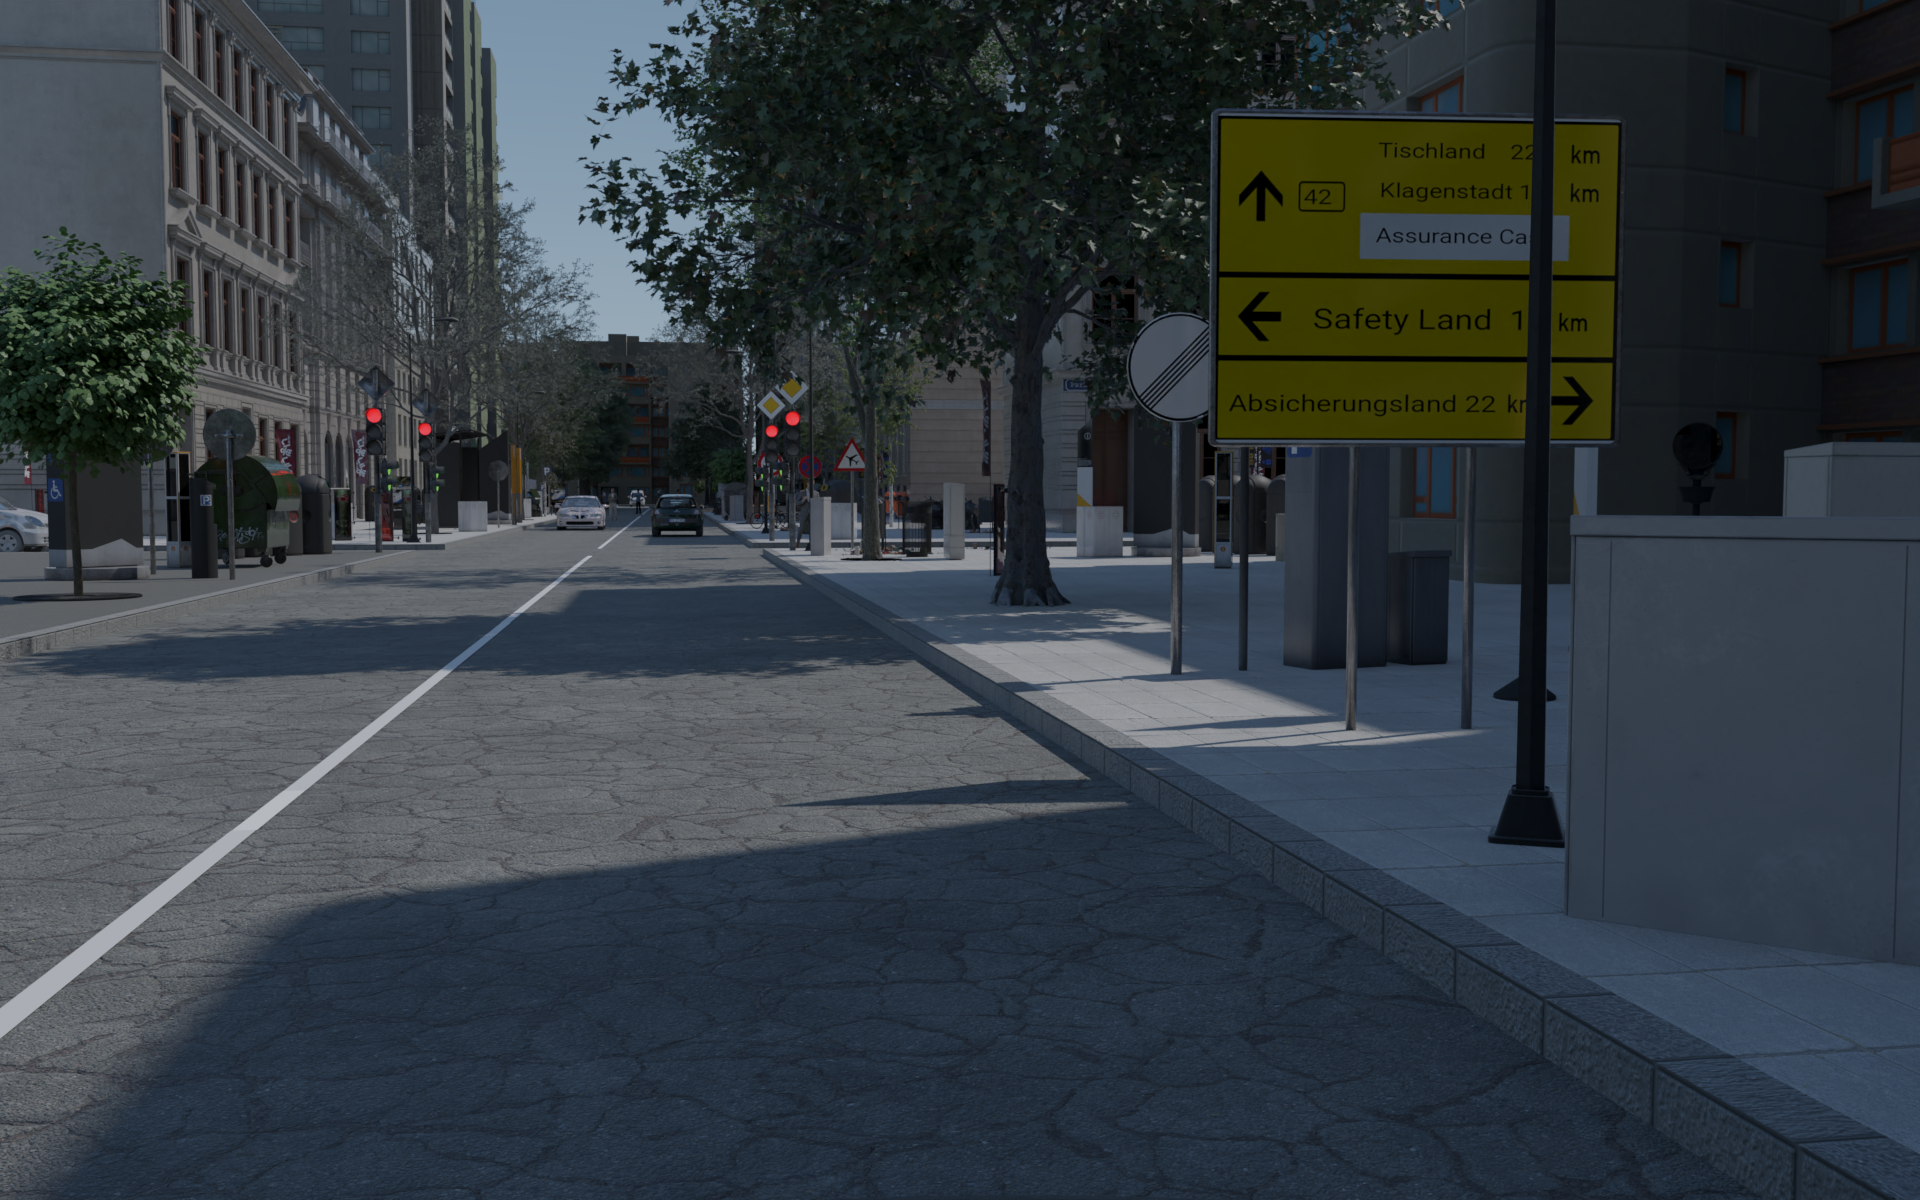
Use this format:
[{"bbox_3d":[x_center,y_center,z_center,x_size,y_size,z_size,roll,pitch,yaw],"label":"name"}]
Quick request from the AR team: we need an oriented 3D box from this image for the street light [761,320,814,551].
[{"bbox_3d":[-3.881,-4.054,38.826,1.470,5.913,1.316,-1,4,-10],"label":"street light"}]

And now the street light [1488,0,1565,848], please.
[{"bbox_3d":[1.583,-2.057,6.179,1.470,5.913,1.316,-1,4,-10],"label":"street light"}]

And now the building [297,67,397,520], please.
[{"bbox_3d":[-35.676,-14.773,83.340,13.314,21.916,24.055,-1,4,-10],"label":"building"}]

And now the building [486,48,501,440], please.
[{"bbox_3d":[-48.546,-28.712,153.040,14.154,41.232,14.086,-1,4,-10],"label":"building"}]

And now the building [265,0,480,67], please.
[{"bbox_3d":[-45.953,-27.829,138.605,14.154,41.232,14.086,-1,4,-10],"label":"building"}]

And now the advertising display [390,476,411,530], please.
[{"bbox_3d":[-20.302,-3.512,62.641,0.974,1.923,0.123,-1,4,-8],"label":"advertising display"}]

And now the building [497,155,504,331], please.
[{"bbox_3d":[-72.646,-36.521,216.724,30.456,49.044,23.786,-1,4,-10],"label":"building"}]

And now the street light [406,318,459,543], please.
[{"bbox_3d":[-13.883,-4.470,45.623,1.470,5.913,1.316,-1,4,-10],"label":"street light"}]

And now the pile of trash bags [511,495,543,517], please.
[{"bbox_3d":[-24.376,-5.256,95.683,1.912,1.369,3.447,0,4,5],"label":"pile of trash bags"}]

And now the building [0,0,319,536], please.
[{"bbox_3d":[-30.574,-13.750,60.963,11.583,22.565,21.152,-1,4,-10],"label":"building"}]

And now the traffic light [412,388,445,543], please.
[{"bbox_3d":[-14.042,-3.473,45.706,0.839,4.253,0.868,-1,4,-10],"label":"traffic light"}]

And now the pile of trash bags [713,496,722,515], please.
[{"bbox_3d":[-14.407,-6.005,107.927,1.912,1.369,3.447,0,4,-7],"label":"pile of trash bags"}]

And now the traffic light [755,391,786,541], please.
[{"bbox_3d":[-5.158,-3.565,47.214,0.839,4.253,0.868,-1,4,-10],"label":"traffic light"}]

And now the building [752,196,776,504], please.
[{"bbox_3d":[-14.026,-34.915,225.489,28.867,44.769,22.147,-1,4,-10],"label":"building"}]

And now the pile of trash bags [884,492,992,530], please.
[{"bbox_3d":[-0.894,-3.272,63.243,3.447,1.369,1.912,2,4,27],"label":"pile of trash bags"}]

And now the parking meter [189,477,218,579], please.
[{"bbox_3d":[-11.520,-1.099,26.381,0.372,1.533,0.369,0,3,0],"label":"parking meter"}]

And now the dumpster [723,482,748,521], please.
[{"bbox_3d":[-10.857,-4.794,84.145,1.264,1.857,1.865,-1,4,-10],"label":"dumpster"}]

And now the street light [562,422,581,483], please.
[{"bbox_3d":[-25.052,-8.515,111.757,1.470,5.913,1.316,-1,4,-10],"label":"street light"}]

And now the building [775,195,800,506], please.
[{"bbox_3d":[-7.982,-34.055,180.492,21.300,48.544,21.600,-1,4,-10],"label":"building"}]

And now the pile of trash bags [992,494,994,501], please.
[{"bbox_3d":[0.339,-3.872,73.065,3.447,1.369,1.912,-1,4,-22],"label":"pile of trash bags"}]

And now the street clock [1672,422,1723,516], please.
[{"bbox_3d":[7.483,-0.798,17.611,0.471,2.002,0.358,2,4,25],"label":"street clock"}]

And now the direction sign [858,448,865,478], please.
[{"bbox_3d":[-4.617,-5.694,85.088,0.876,3.537,0.379,-3,4,-37],"label":"direction sign"}]

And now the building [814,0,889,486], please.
[{"bbox_3d":[-0.218,-31.867,140.631,23.786,49.044,30.456,-1,4,-10],"label":"building"}]

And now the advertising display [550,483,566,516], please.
[{"bbox_3d":[-24.050,-6.016,103.570,0.974,1.923,0.123,-3,5,-39],"label":"advertising display"}]

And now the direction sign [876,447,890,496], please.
[{"bbox_3d":[-3.816,-5.628,84.016,0.876,3.537,0.379,1,4,11],"label":"direction sign"}]

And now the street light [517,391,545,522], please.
[{"bbox_3d":[-19.411,-6.466,78.260,1.470,5.913,1.316,-1,4,-10],"label":"street light"}]

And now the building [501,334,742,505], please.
[{"bbox_3d":[-43.248,-23.190,224.193,28.899,21.520,27.650,-1,4,-10],"label":"building"}]

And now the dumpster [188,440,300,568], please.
[{"bbox_3d":[-12.708,-1.730,30.785,1.502,2.255,1.985,-1,4,-9],"label":"dumpster"}]

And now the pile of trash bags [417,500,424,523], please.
[{"bbox_3d":[-23.190,-4.039,75.784,1.912,1.369,3.447,-1,4,-20],"label":"pile of trash bags"}]

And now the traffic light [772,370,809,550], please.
[{"bbox_3d":[-3.832,-3.084,39.339,0.839,4.253,0.868,-1,4,-10],"label":"traffic light"}]

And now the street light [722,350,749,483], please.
[{"bbox_3d":[-6.836,-5.105,56.006,1.470,5.913,1.316,-1,4,-10],"label":"street light"}]

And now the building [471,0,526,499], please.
[{"bbox_3d":[-60.080,-52.444,170.138,31.000,86.520,22.319,-1,4,-10],"label":"building"}]

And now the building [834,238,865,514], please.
[{"bbox_3d":[-1.376,-18.099,113.939,12.078,24.808,19.932,-1,4,-10],"label":"building"}]

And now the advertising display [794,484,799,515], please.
[{"bbox_3d":[-10.157,-6.207,106.698,0.123,1.923,0.974,1,4,19],"label":"advertising display"}]

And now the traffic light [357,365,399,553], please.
[{"bbox_3d":[-12.715,-2.991,37.832,0.839,4.253,0.868,-1,4,-10],"label":"traffic light"}]

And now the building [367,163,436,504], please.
[{"bbox_3d":[-37.969,-15.227,103.709,10.420,20.320,16.860,-1,4,-10],"label":"building"}]

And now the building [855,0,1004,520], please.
[{"bbox_3d":[2.036,-18.851,94.124,13.634,28.700,20.117,-1,4,-10],"label":"building"}]

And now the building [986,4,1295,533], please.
[{"bbox_3d":[12.160,-13.845,62.529,21.152,22.565,11.583,-1,4,-10],"label":"building"}]

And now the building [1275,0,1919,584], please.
[{"bbox_3d":[22.097,-10.745,20.729,27.650,21.520,28.899,-1,4,-10],"label":"building"}]

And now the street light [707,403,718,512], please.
[{"bbox_3d":[-12.216,-7.103,88.667,1.470,5.913,1.316,-1,4,-10],"label":"street light"}]

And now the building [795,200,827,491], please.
[{"bbox_3d":[-8.085,-31.334,162.423,14.600,45.320,14.200,-1,4,-10],"label":"building"}]

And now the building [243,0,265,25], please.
[{"bbox_3d":[-42.930,-26.982,124.750,14.154,41.232,14.086,-1,4,-10],"label":"building"}]

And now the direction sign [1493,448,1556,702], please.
[{"bbox_3d":[3.543,-1.148,10.763,0.876,3.537,0.379,-1,4,-11],"label":"direction sign"}]

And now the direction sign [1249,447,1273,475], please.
[{"bbox_3d":[8.860,-3.643,51.562,0.876,3.537,0.379,2,4,24],"label":"direction sign"}]
